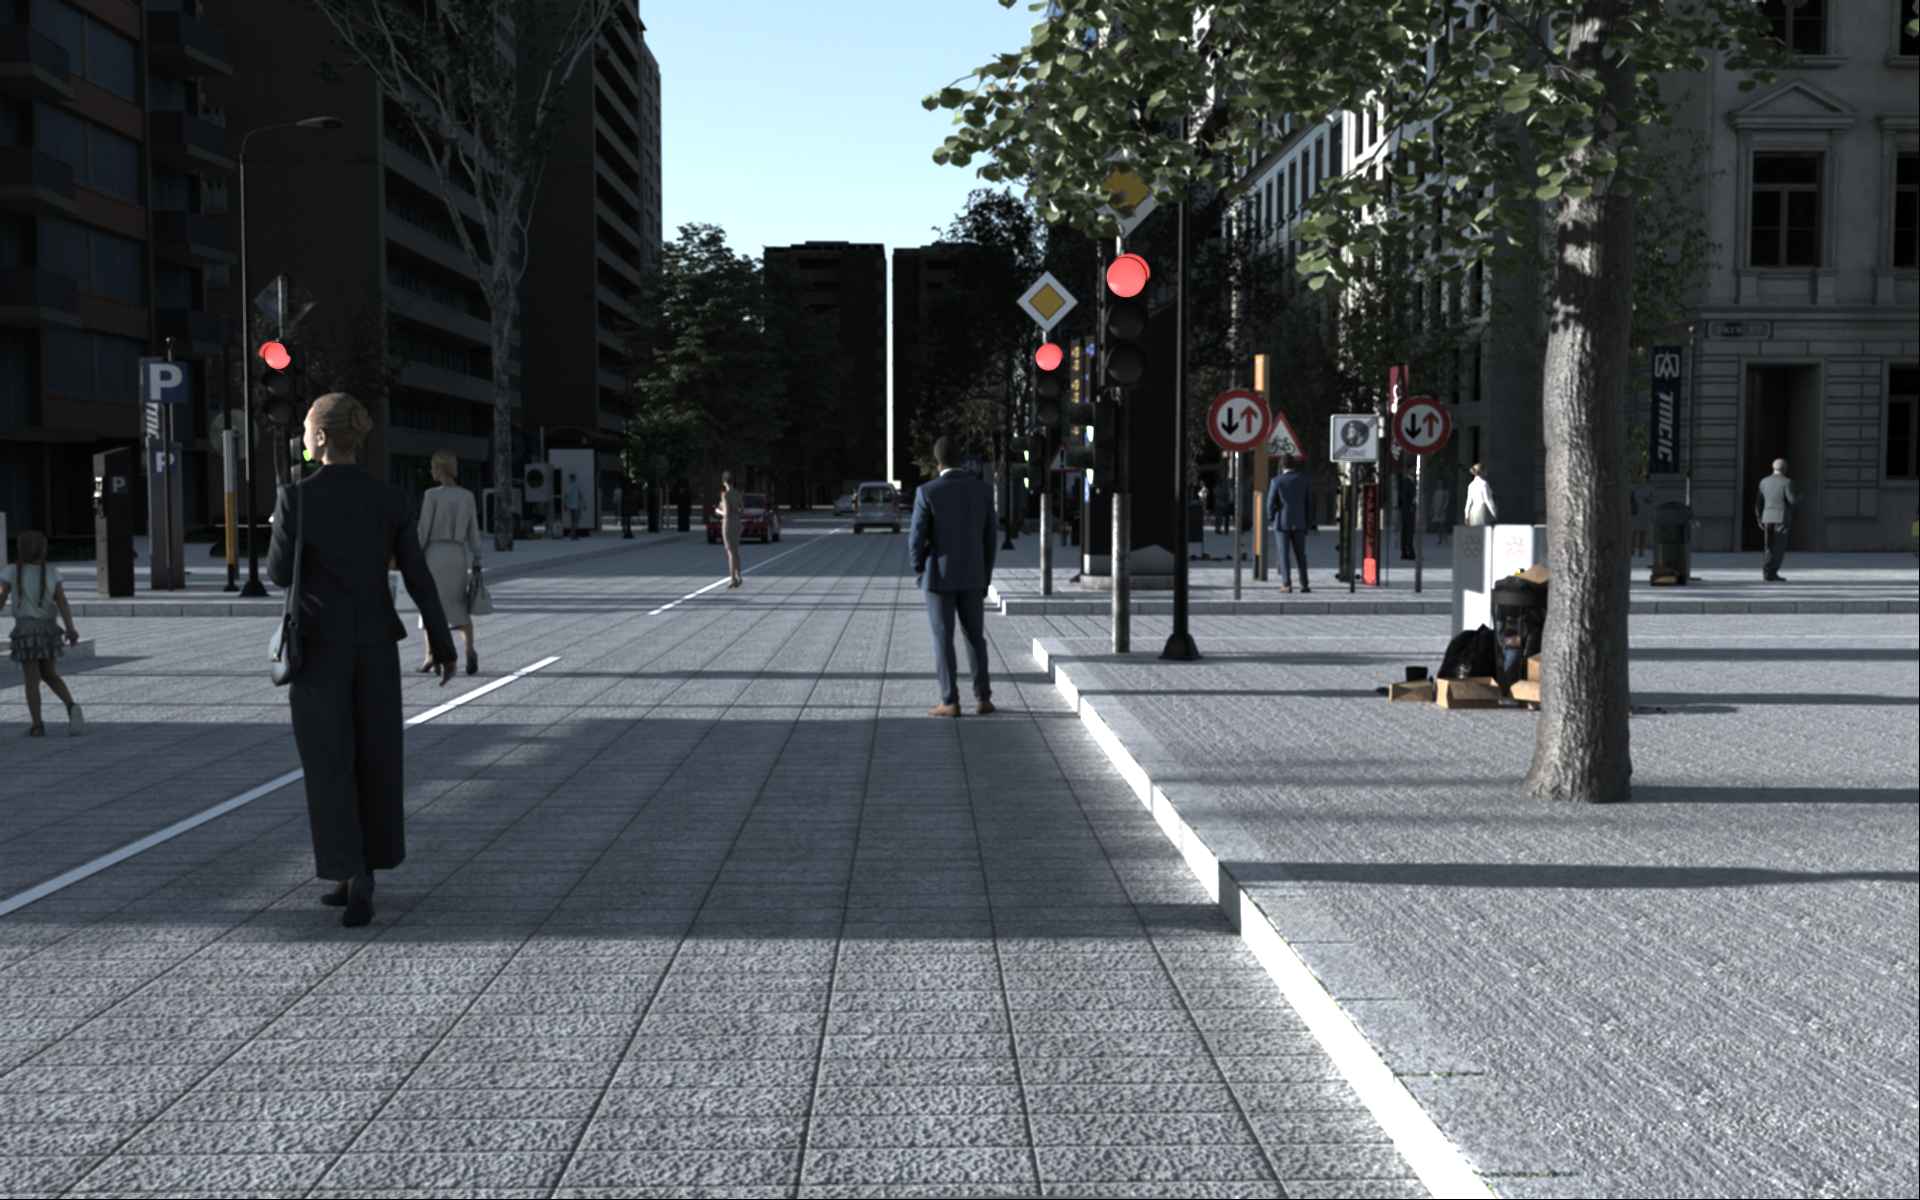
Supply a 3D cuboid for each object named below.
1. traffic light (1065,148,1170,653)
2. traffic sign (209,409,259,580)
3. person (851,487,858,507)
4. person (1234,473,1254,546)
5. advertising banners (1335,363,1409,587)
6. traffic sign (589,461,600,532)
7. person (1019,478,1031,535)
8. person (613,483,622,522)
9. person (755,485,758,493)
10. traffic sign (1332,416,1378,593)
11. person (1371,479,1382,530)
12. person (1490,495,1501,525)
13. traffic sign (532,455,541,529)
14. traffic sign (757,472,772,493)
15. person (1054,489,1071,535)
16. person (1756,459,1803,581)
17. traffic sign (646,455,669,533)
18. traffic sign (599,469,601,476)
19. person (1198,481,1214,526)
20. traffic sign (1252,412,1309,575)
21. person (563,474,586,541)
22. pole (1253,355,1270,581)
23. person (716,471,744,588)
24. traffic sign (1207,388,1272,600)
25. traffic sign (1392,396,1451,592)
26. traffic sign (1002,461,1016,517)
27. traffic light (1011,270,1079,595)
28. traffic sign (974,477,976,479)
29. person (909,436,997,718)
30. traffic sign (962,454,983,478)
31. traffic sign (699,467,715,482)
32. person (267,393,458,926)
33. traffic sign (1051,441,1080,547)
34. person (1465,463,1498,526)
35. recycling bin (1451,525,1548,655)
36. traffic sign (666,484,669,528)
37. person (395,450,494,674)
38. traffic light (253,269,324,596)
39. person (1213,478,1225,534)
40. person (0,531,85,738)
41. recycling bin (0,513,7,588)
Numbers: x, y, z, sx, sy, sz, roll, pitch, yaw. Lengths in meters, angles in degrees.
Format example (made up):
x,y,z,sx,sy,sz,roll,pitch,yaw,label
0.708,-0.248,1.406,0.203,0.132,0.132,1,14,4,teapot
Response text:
x,y,z,sx,sy,sz,roll,pitch,yaw,label
1.280,-1.528,13.896,0.839,4.253,0.868,0,4,-1,traffic light
-10.861,-1.579,25.923,0.768,2.556,0.104,0,4,4,traffic sign
-5.687,-5.212,93.902,0.466,1.800,0.511,-3,4,-38,person
7.178,-2.248,42.896,0.767,1.812,0.694,3,5,39,person
5.754,-1.715,24.232,0.090,3.025,2.074,-1,4,-13,advertising banners
-12.414,-3.533,57.863,0.768,2.556,0.104,0,4,0,traffic sign
1.910,-2.954,54.356,0.654,1.822,0.581,0,4,2,person
-15.895,-4.545,80.577,0.478,1.798,0.641,-1,4,-17,person
-10.936,-5.248,91.723,0.514,1.842,0.818,-1,4,-8,person
5.093,-1.240,22.411,0.606,2.300,0.079,0,4,4,traffic sign
14.618,-3.350,60.995,0.590,1.801,0.661,2,4,28,person
12.635,-1.855,41.063,0.352,1.250,0.332,1,4,14,person
-13.899,-3.431,56.204,0.768,2.556,0.104,0,4,2,traffic sign
-10.819,-5.867,95.926,0.884,2.594,0.081,0,4,8,traffic sign
3.240,-2.938,54.432,0.716,1.782,0.532,2,4,32,person
12.166,-1.191,25.687,0.590,1.801,0.661,-2,4,-30,person
-9.887,-3.460,56.676,0.768,2.556,0.104,0,4,6,traffic sign
-14.218,-4.074,66.723,0.768,2.556,0.104,0,4,6,traffic sign
9.649,-3.812,68.465,0.778,1.811,0.616,1,4,8,person
5.057,-1.675,27.389,0.884,2.594,0.081,0,4,4,traffic sign
-10.765,-2.580,48.093,0.638,1.841,0.748,1,4,21,person
4.430,-1.934,25.466,0.158,3.312,0.155,0,3,0,pole
-3.499,-1.071,26.347,0.374,1.781,0.599,2,4,25,person
3.376,-1.277,20.993,0.768,2.556,0.104,0,4,6,traffic sign
5.982,-1.372,22.534,0.768,2.556,0.104,0,4,-1,traffic sign
2.021,-4.118,67.439,0.768,2.556,0.104,0,4,3,traffic sign
1.076,-2.016,21.879,0.839,4.253,0.868,0,4,-1,traffic light
0.335,-4.304,70.476,0.768,2.556,0.104,0,3,0,traffic sign
-0.016,-0.152,11.168,0.721,1.800,0.419,-2,4,-29,person
0.354,-3.346,54.805,0.768,2.556,0.104,0,4,1,traffic sign
-11.693,-4.886,79.996,0.768,2.556,0.104,0,4,4,traffic sign
-2.046,0.185,5.898,0.534,1.772,0.576,2,4,30,person
2.493,-2.582,42.217,0.884,2.594,0.081,0,4,6,traffic sign
8.684,-1.396,29.088,0.641,1.798,0.478,-1,4,-10,person
4.442,-0.084,13.933,0.722,1.027,0.722,3,5,43,recycling bin
-11.192,-4.047,66.278,0.768,2.556,0.104,0,4,4,traffic sign
-4.086,-0.298,13.733,0.694,1.780,0.624,-2,4,-32,person
-8.382,-2.000,21.622,0.839,4.253,0.868,0,4,-1,traffic light
8.319,-2.987,55.160,0.520,1.790,0.573,3,4,38,person
-5.446,0.206,10.153,0.505,1.210,0.382,-3,5,-42,person
-13.212,-0.651,23.192,0.722,1.027,0.722,-3,4,-36,recycling bin
